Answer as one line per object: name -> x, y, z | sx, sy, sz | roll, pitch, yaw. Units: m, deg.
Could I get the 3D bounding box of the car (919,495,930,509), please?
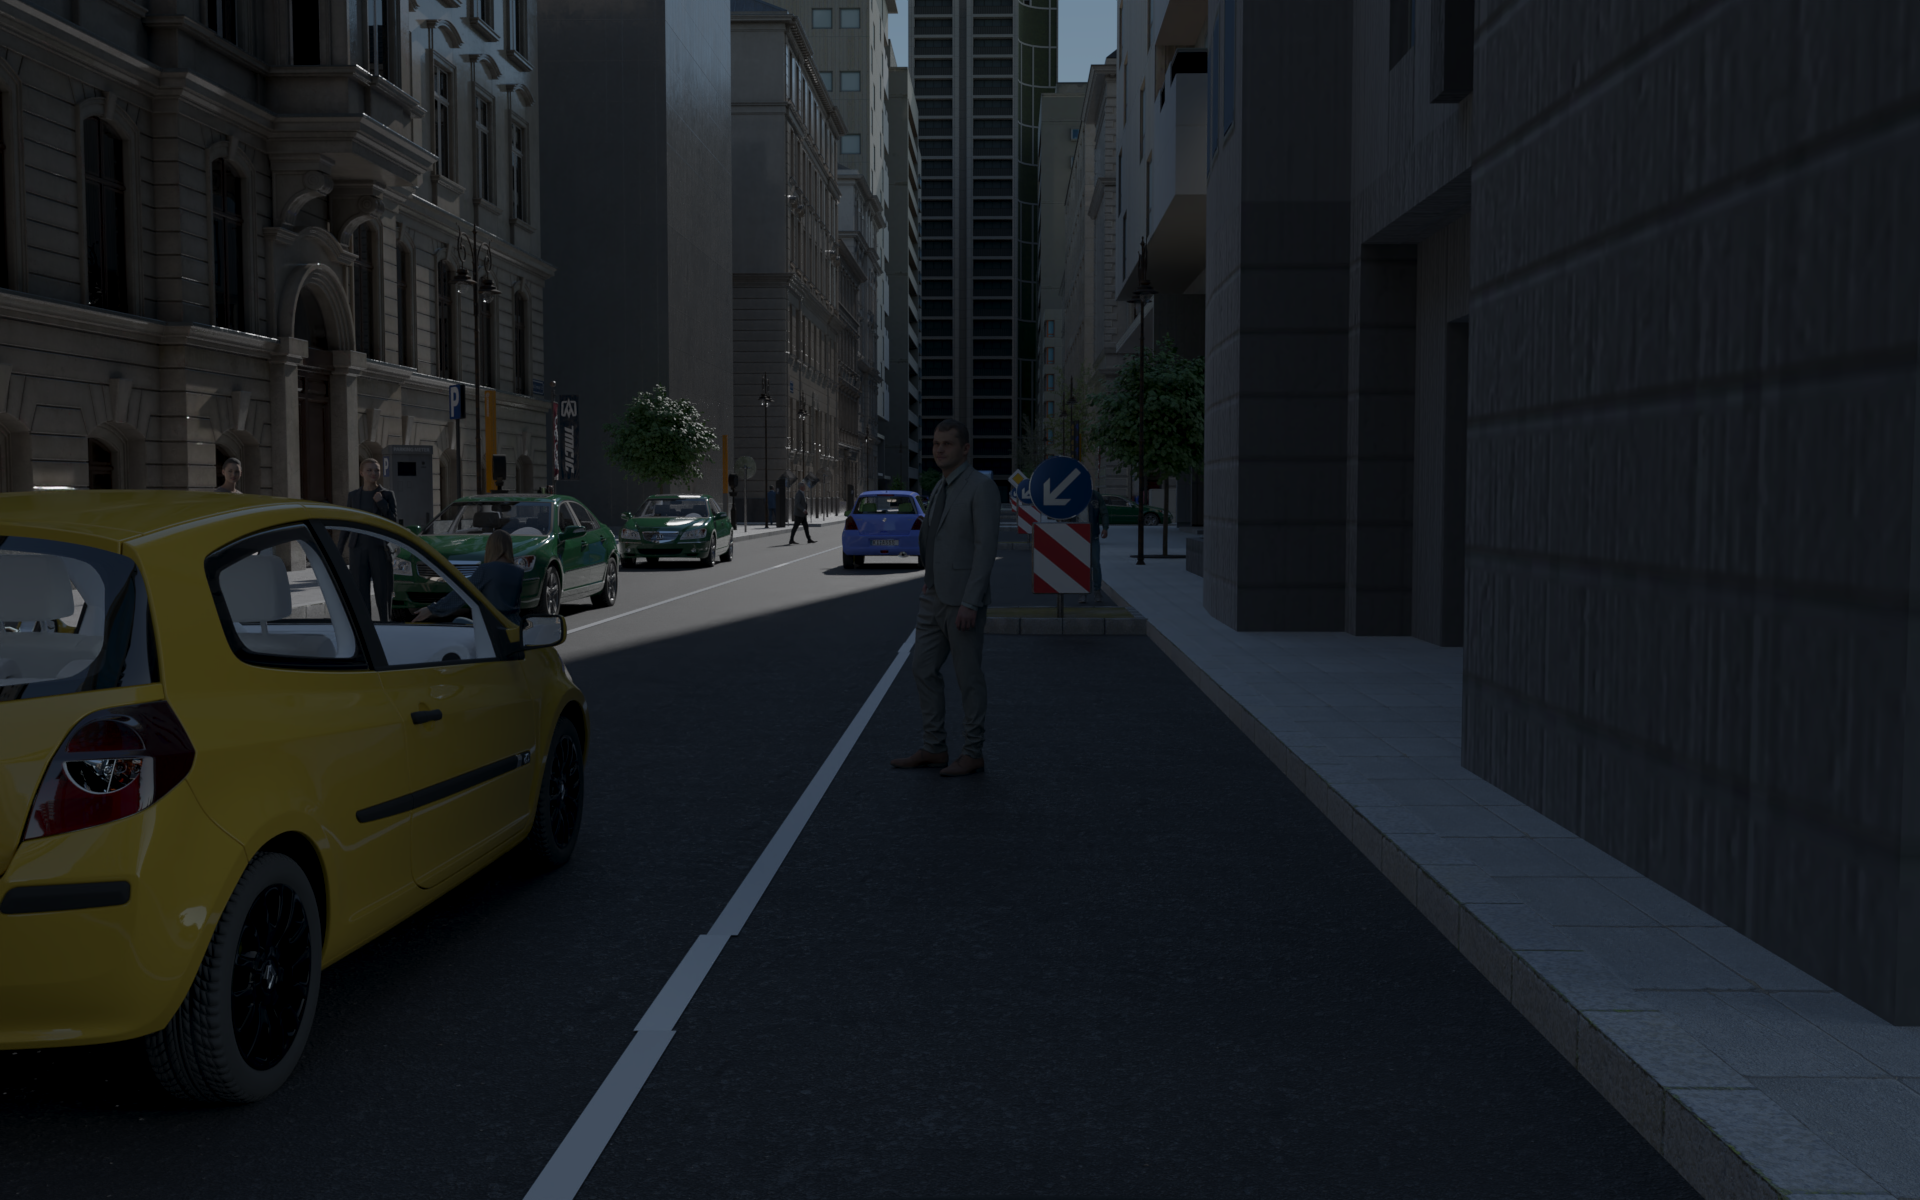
car -> -3.027, -7.450, 134.392 | 1.945, 1.354, 3.894 | 0, 4, 0

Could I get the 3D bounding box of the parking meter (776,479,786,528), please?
parking meter -> -6.856, -3.700, 66.209 | 0.255, 1.863, 0.399 | -2, 4, -33

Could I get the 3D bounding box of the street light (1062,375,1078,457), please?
street light -> 4.342, -5.798, 67.592 | 0.468, 5.910, 1.993 | 0, 4, 2

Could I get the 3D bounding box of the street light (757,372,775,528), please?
street light -> -7.338, -5.674, 65.551 | 0.468, 5.910, 1.993 | 0, 4, 2

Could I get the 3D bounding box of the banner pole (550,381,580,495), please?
banner pole -> -8.802, -2.961, 38.430 | 0.863, 3.779, 0.401 | 1, 4, 15

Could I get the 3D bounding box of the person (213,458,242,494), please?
person -> -7.045, -0.484, 16.747 | 0.374, 1.781, 0.599 | 1, 4, 13

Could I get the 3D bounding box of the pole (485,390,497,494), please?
pole -> -9.243, -2.467, 34.173 | 0.158, 3.312, 0.155 | 0, 3, 0

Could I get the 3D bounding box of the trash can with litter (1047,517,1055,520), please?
trash can with litter -> 4.744, -4.591, 86.446 | 0.624, 1.170, 1.055 | -2, 4, -30

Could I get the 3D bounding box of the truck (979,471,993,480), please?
truck -> 2.573, -12.476, 193.748 | 2.967, 4.110, 18.799 | 0, 4, 1

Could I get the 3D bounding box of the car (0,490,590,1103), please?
car -> -2.403, 0.287, 5.531 | 2.015, 1.641, 3.980 | 0, 4, 2

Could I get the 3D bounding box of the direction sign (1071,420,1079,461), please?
direction sign -> 3.540, -3.755, 53.395 | 0.379, 3.537, 0.876 | -1, 4, -12

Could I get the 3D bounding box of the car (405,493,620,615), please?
car -> -5.378, -0.547, 20.748 | 2.131, 1.459, 4.920 | 0, 4, 2

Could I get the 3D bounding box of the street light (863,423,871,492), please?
street light -> -6.010, -8.565, 112.828 | 0.468, 5.910, 1.993 | 0, 4, 2

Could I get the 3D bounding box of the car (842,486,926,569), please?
car -> -1.383, -1.525, 34.528 | 1.945, 1.707, 3.694 | 0, 4, 1

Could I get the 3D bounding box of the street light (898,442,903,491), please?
street light -> -5.052, -10.744, 148.457 | 0.468, 5.910, 1.993 | 0, 4, 2

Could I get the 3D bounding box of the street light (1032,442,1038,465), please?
street light -> 6.537, -10.889, 150.820 | 0.468, 5.910, 1.993 | 0, 4, 2

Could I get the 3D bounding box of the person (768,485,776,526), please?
person -> -7.866, -3.932, 72.974 | 0.721, 1.800, 0.419 | 0, 4, 3

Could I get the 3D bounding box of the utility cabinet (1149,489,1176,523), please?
utility cabinet -> 8.918, -4.139, 76.352 | 1.173, 1.500, 0.318 | -1, 4, -19

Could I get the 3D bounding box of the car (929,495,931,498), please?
car -> -2.160, -9.318, 161.947 | 1.945, 1.707, 3.694 | 0, 4, 1

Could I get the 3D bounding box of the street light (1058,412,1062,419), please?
street light -> 4.703, -6.470, 78.576 | 0.468, 5.910, 1.993 | 0, 4, 2

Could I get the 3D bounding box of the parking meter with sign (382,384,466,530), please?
parking meter with sign -> -8.687, -1.892, 27.194 | 1.738, 3.016, 0.543 | -2, 4, -34

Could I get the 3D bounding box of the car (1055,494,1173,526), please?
car -> 6.395, -3.681, 71.978 | 4.920, 1.459, 2.131 | 0, 4, 1

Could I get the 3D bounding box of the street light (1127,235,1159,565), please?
street light -> 3.276, -3.574, 31.225 | 0.468, 5.910, 1.993 | 0, 4, 2

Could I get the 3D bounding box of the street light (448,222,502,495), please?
street light -> -8.296, -3.486, 29.782 | 0.468, 5.910, 1.993 | 0, 4, 2

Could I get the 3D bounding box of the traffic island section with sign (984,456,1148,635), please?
traffic island section with sign -> 0.958, -0.612, 18.633 | 1.989, 1.847, 2.006 | 0, 4, 2

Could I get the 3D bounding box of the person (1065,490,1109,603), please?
person -> 1.646, -0.859, 22.895 | 0.623, 1.781, 0.721 | 0, 4, -1

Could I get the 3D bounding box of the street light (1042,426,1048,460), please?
street light -> 5.628, -8.684, 114.775 | 0.468, 5.910, 1.993 | 0, 4, 2

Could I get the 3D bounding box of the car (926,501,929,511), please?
car -> -0.659, -4.679, 85.302 | 1.959, 1.807, 4.718 | 0, 4, 3

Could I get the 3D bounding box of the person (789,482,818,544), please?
person -> -4.496, -2.494, 49.680 | 0.834, 1.777, 0.661 | 0, 4, -5

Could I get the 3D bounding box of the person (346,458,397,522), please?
person -> -5.684, -0.473, 16.662 | 0.576, 1.772, 0.534 | -2, 4, -26

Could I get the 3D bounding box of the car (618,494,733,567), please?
car -> -5.742, -1.443, 35.394 | 2.131, 1.459, 4.920 | 0, 4, 0

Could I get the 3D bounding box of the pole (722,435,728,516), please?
pole -> -8.097, -4.033, 59.781 | 0.158, 3.312, 0.155 | 0, 3, 0

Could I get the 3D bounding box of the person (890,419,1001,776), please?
person -> -0.028, -0.018, 8.901 | 0.391, 1.810, 0.635 | -3, 4, -39

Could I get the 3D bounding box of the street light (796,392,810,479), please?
street light -> -6.982, -6.384, 77.168 | 0.468, 5.910, 1.993 | 0, 4, 2

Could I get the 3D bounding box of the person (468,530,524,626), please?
person -> -3.808, 0.019, 13.693 | 1.012, 1.151, 0.738 | -3, 5, -41

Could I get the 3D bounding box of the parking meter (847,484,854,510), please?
parking meter -> -6.533, -5.986, 103.581 | 0.255, 1.863, 0.399 | 2, 4, 30
